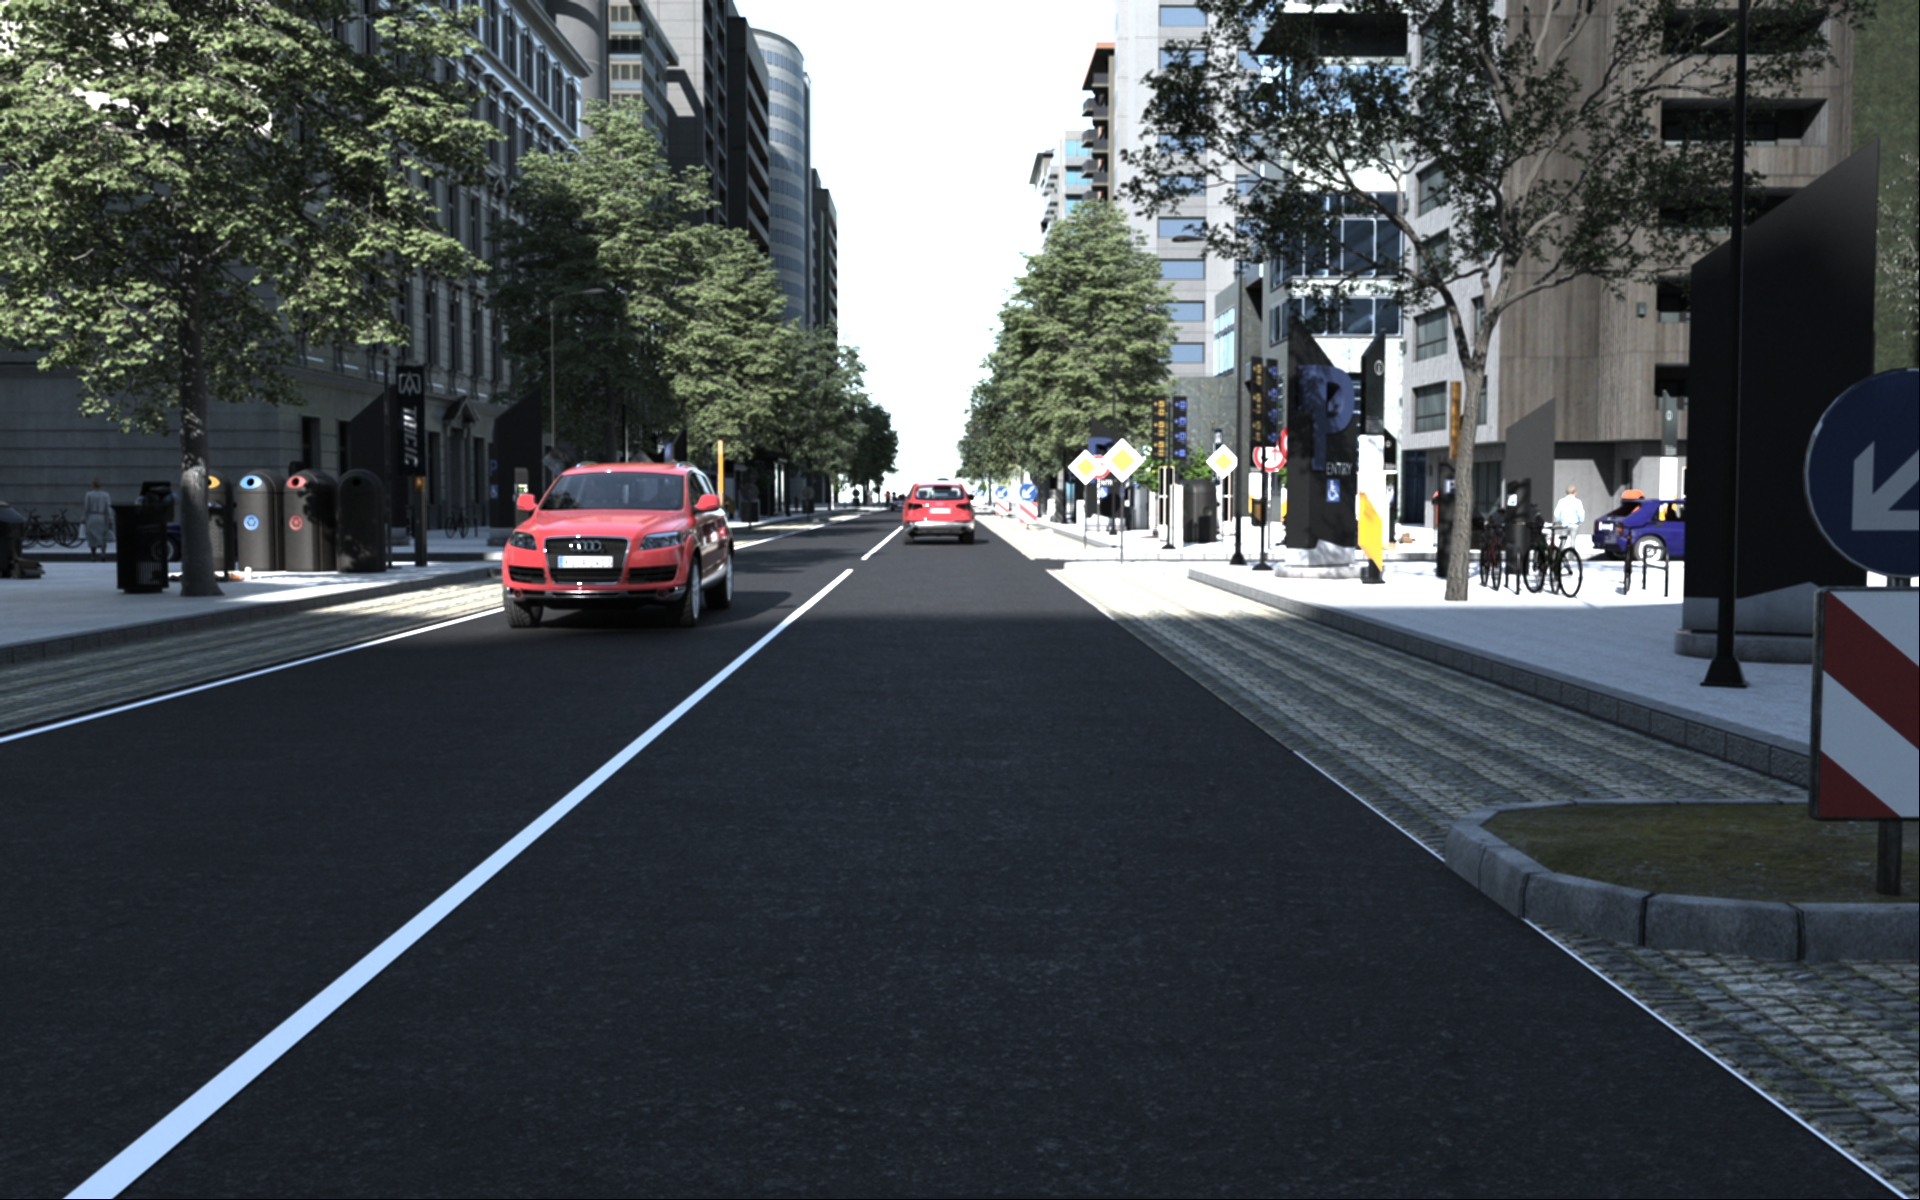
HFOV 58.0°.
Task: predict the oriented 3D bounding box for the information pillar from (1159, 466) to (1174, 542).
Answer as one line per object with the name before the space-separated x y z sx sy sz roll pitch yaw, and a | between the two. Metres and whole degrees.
information pillar | 5.487 -2.542 46.054 0.304 2.012 0.304 -1 4 -23

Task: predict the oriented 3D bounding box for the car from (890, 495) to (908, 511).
car | -5.186 -8.519 151.859 1.945 1.354 3.894 0 4 -1

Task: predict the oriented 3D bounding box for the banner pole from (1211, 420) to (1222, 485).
banner pole | 8.669 -4.205 58.773 0.401 3.779 0.863 -1 4 -21

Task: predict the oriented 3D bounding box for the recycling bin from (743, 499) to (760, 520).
recycling bin | -10.476 -4.548 86.906 0.722 1.027 0.722 -1 4 -21

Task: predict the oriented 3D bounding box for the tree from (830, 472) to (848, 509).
tree | -10.752 -9.483 149.649 1.663 3.219 1.824 0 3 0

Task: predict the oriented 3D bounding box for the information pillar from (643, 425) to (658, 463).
information pillar | -10.219 -4.021 57.100 0.504 3.616 0.183 -1 4 -14

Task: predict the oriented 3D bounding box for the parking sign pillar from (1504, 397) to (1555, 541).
parking sign pillar | 15.888 -3.661 48.322 1.447 3.967 1.447 1 4 18

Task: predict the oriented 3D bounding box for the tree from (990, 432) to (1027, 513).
tree | 4.975 -11.654 140.899 4.737 8.622 4.395 0 3 0

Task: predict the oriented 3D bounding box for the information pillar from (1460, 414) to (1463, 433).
information pillar | 14.697 -3.655 51.107 0.183 3.616 0.504 -1 4 -19

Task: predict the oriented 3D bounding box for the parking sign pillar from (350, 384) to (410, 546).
parking sign pillar | -14.428 -3.331 42.935 1.447 3.967 1.447 1 4 20

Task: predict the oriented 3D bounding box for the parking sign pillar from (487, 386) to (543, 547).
parking sign pillar | -10.978 -3.322 42.795 1.447 3.967 1.447 3 5 41

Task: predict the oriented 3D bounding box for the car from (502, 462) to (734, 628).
car | -3.865 -0.707 20.237 2.281 1.827 5.304 0 4 -1

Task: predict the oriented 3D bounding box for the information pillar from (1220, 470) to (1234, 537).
information pillar | 8.038 -2.918 52.194 0.304 2.012 0.304 2 4 29

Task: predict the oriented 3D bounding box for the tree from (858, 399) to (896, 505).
tree | -11.013 -17.569 205.378 7.486 12.596 7.792 0 3 0

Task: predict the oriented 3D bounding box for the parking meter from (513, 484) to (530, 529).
parking meter | -10.353 -1.986 40.887 0.372 1.533 0.369 0 3 0

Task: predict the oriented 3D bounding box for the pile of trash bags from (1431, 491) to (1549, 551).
pile of trash bags | 12.132 -1.874 40.386 1.912 1.369 3.447 -1 4 -21

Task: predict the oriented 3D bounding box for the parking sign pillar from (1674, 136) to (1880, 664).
parking sign pillar | 6.460 -1.540 13.655 1.447 3.967 1.447 2 4 30

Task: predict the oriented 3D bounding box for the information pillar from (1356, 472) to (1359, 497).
information pillar | 13.204 -3.288 58.247 0.304 2.012 0.304 -1 4 -9

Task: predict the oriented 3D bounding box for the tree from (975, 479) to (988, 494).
tree | 2.983 -15.493 247.913 1.663 3.219 1.824 0 3 0

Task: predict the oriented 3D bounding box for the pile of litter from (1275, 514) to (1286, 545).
pile of litter | 8.545 -1.805 43.473 1.176 0.858 1.719 0 4 -4

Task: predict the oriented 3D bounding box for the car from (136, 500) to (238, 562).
car | -14.793 -1.402 35.501 3.894 1.354 1.945 0 4 -1

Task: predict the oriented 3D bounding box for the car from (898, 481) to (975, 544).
car | -0.674 -2.576 50.787 2.281 1.827 5.304 0 4 -3

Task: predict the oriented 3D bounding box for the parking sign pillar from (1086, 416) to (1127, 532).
parking sign pillar | 4.985 -4.328 59.234 1.447 3.967 1.447 2 4 34

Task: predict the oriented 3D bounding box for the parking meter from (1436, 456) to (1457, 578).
parking meter | 7.550 -1.279 26.622 0.399 1.863 0.255 1 4 9

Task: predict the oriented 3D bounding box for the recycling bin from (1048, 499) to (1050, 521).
recycling bin | 4.601 -4.249 82.028 0.722 1.027 0.722 1 4 21

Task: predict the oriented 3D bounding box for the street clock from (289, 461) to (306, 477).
street clock | -14.638 -2.064 38.324 0.358 2.002 0.471 -3 5 -41

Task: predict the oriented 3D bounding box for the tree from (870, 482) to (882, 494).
tree | -11.960 -15.655 250.552 1.663 3.219 1.824 0 3 0

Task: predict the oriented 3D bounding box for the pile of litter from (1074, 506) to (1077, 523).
pile of litter | 5.522 -3.788 75.897 1.176 0.858 1.719 2 4 25

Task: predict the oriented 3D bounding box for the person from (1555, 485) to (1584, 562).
person | 12.028 -1.458 34.155 0.330 1.601 0.589 -3 5 -43

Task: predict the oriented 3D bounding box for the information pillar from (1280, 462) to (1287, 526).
information pillar | 13.141 -4.780 69.511 0.504 3.616 0.183 3 4 38

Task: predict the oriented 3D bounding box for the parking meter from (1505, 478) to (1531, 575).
parking meter | 8.908 -1.176 27.644 0.372 1.533 0.369 0 3 0

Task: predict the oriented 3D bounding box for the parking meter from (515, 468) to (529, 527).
parking meter | -9.692 -1.995 38.333 0.255 1.863 0.399 -1 4 -21

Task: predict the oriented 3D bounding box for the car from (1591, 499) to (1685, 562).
car | 15.130 -1.404 35.539 3.894 1.354 1.945 0 4 0

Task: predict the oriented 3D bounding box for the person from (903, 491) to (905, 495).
person | -8.506 -15.643 263.900 0.705 1.869 1.348 1 4 16

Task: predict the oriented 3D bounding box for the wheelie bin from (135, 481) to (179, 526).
wheelie bin | -19.435 -2.087 42.026 0.980 1.594 0.693 -3 5 -44

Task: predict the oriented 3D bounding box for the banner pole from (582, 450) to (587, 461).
banner pole | -15.839 -5.082 73.103 0.401 3.779 0.863 0 4 6

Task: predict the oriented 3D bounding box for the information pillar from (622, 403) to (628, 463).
information pillar | -8.706 -3.284 45.056 0.183 3.616 0.504 0 4 -5

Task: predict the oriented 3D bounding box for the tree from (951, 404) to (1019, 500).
tree | 4.119 -16.459 179.467 12.009 13.543 11.850 0 3 0

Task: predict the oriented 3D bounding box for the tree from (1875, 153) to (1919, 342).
tree | 15.832 -4.615 25.816 4.360 8.622 3.978 0 3 0

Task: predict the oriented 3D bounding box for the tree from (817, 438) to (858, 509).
tree | -10.648 -11.916 145.187 4.360 8.622 3.978 0 3 0

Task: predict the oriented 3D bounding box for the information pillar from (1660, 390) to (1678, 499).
information pillar | 16.092 -2.935 39.347 0.504 3.616 0.183 -2 4 -34

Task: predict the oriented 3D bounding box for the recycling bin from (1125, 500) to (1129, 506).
recycling bin | 6.906 -3.481 69.468 0.722 1.027 0.722 -2 4 -25

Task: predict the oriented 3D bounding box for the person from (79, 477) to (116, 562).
person | -17.455 -1.598 34.981 0.694 1.780 0.624 -1 4 -18

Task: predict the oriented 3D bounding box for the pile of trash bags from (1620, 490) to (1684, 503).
pile of trash bags | 16.784 -1.935 41.397 3.447 1.369 1.912 -3 5 -42

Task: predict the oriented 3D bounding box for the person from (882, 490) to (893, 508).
person | -7.236 -10.013 172.175 1.348 1.831 0.705 2 4 24

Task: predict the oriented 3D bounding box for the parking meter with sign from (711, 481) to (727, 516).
parking meter with sign | -14.417 -6.528 102.999 0.543 3.016 1.738 -3 5 -43

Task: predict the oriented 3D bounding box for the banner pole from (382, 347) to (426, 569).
banner pole | -9.580 -2.428 29.721 0.863 3.779 0.401 -1 4 -10

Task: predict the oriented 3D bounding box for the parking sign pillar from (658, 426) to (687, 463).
parking sign pillar | -10.737 -4.708 65.442 1.447 3.967 1.447 1 4 13

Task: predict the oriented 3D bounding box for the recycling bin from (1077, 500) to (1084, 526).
recycling bin | 5.164 -3.505 69.865 0.722 1.027 0.722 2 4 25

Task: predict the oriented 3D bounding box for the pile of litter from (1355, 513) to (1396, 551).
pile of litter | 9.435 -1.579 39.780 1.176 0.858 1.719 0 4 8

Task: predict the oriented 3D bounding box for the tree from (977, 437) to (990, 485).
tree | 3.975 -12.575 155.956 4.737 8.622 4.395 0 3 0

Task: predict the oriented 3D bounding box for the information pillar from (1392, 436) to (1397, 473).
information pillar | 15.267 -4.298 61.622 0.504 3.616 0.183 -1 4 -16

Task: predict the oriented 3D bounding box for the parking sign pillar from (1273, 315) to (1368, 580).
parking sign pillar | 5.555 -2.329 26.557 1.447 3.967 1.447 -3 5 -44

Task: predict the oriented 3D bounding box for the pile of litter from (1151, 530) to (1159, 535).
pile of litter | 6.507 -2.425 53.618 1.176 0.858 1.719 0 4 6

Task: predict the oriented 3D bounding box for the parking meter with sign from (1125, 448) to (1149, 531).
parking meter with sign | 6.305 -3.985 61.410 0.543 3.016 1.738 2 4 34

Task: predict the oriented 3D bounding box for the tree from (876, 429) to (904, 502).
tree | -12.528 -20.925 267.874 9.928 11.665 9.643 0 3 0
